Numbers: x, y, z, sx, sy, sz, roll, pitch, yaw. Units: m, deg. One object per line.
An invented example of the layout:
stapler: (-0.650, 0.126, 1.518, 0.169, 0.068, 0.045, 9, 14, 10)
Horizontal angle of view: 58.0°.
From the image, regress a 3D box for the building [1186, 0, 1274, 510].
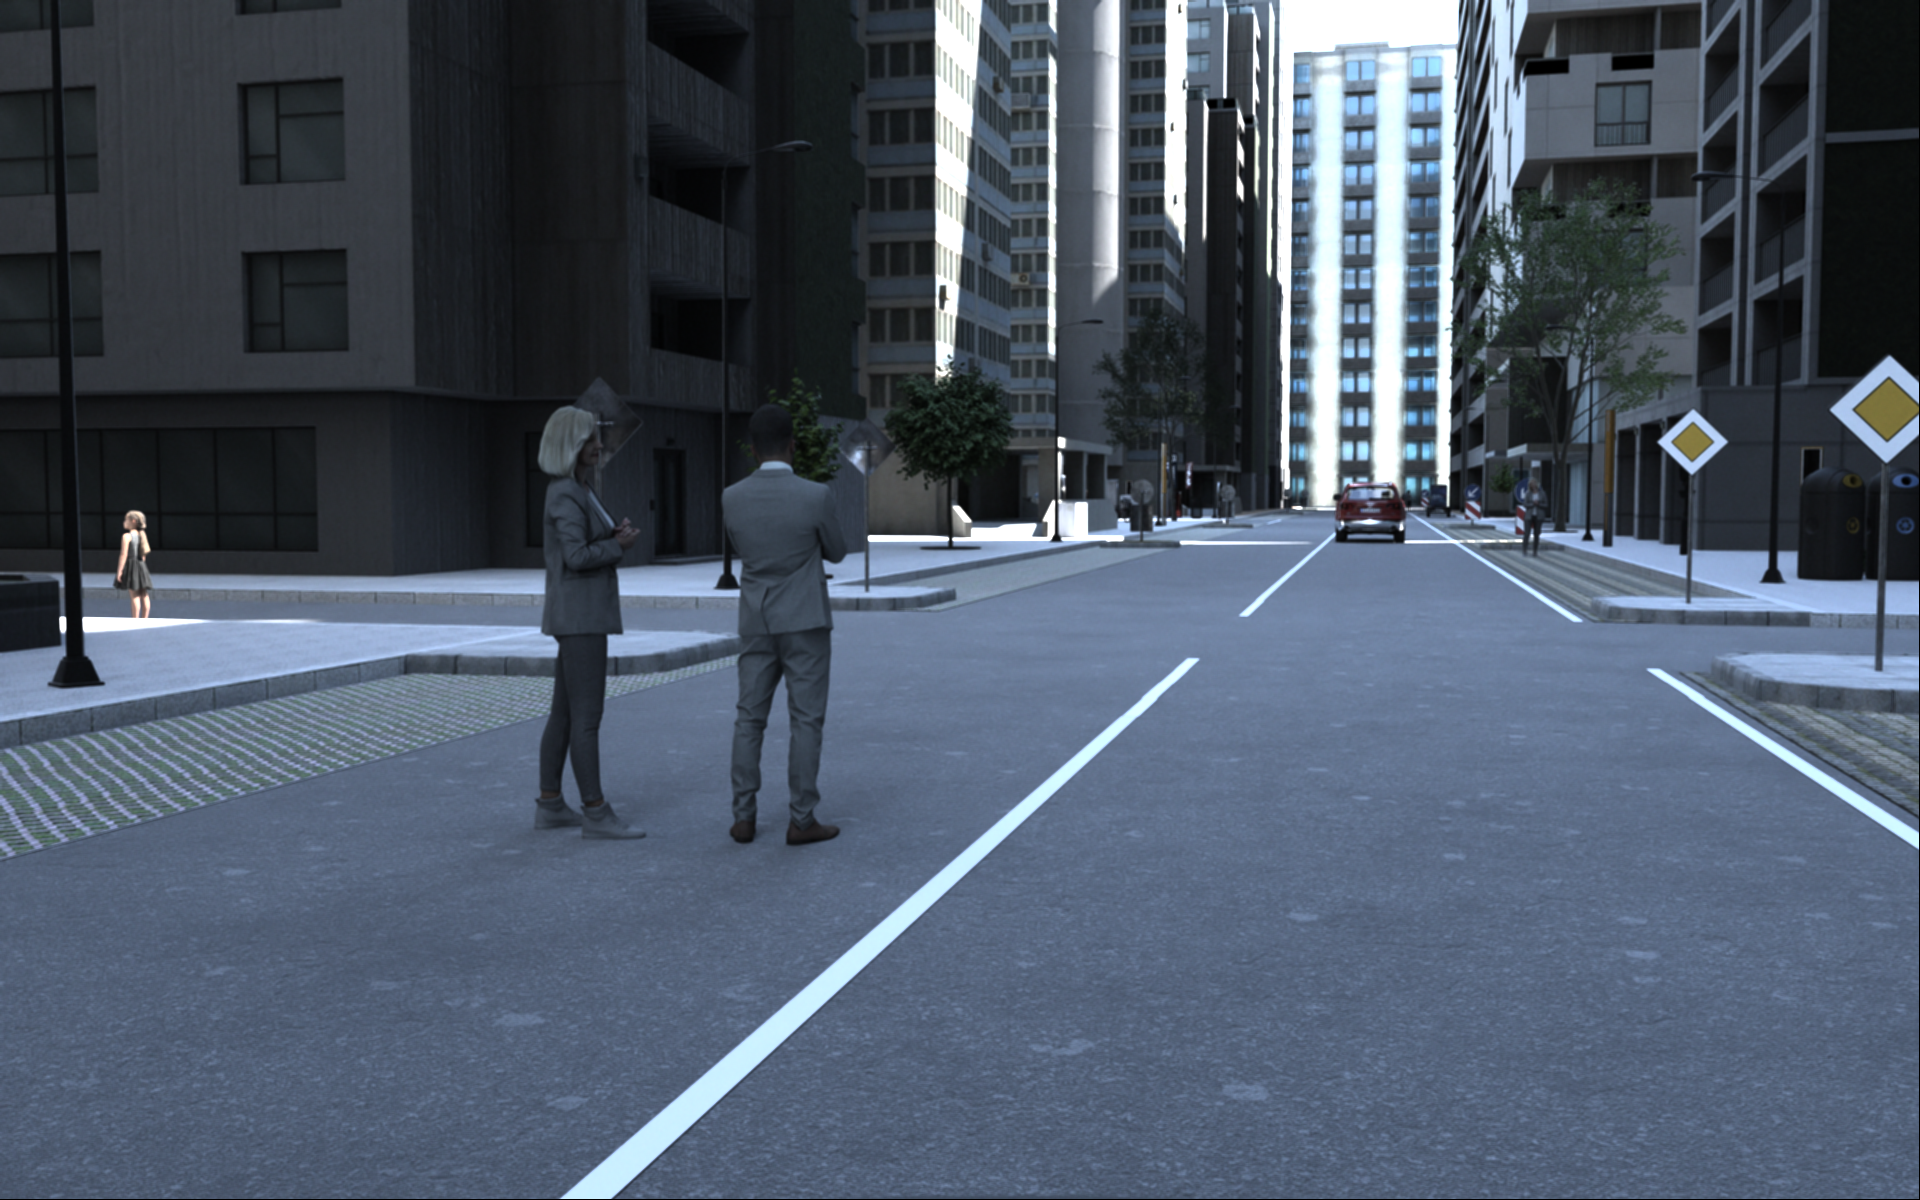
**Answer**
building: (17.847, -27.990, 141.235, 14.154, 41.232, 14.086, 1, 4, 14)

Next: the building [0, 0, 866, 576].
building: (-10.507, -15.955, 32.571, 14.160, 30.474, 14.107, 1, 4, 14)

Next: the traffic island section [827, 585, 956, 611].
traffic island section: (-1.241, -0.026, 22.703, 2.009, 0.180, 2.903, 1, 4, 14)

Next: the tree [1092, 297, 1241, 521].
tree: (9.891, -9.048, 82.349, 7.601, 10.594, 8.767, 1, 4, 19)

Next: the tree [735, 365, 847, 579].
tree: (-2.571, -1.932, 26.184, 1.663, 3.219, 1.824, 0, 3, 0)

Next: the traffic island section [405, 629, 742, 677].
traffic island section: (-3.123, 0.449, 14.942, 2.009, 0.180, 2.903, 1, 4, 14)

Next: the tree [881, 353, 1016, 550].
tree: (-0.221, -3.477, 40.564, 4.285, 4.588, 4.351, 0, 3, 0)

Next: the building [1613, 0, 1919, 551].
building: (27.755, -36.759, 39.265, 20.563, 71.187, 20.611, 1, 4, 14)

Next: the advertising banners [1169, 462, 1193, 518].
advertising banners: (11.924, -6.019, 94.595, 0.090, 3.025, 2.074, -3, 5, -43)

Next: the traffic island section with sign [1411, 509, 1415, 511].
traffic island section with sign: (38.987, -8.384, 145.701, 1.989, 1.847, 2.006, 1, 4, 14)

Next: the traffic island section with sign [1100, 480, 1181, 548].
traffic island section with sign: (4.889, -2.319, 46.537, 1.989, 1.847, 2.006, 1, 4, 14)

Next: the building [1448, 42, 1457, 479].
building: (54.113, -30.270, 149.540, 22.147, 44.769, 28.867, 1, 4, 14)

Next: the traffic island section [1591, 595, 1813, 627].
traffic island section: (8.566, 0.119, 20.328, 2.009, 0.180, 2.903, 1, 4, 14)

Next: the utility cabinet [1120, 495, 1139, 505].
utility cabinet: (9.428, -5.215, 96.435, 1.020, 1.237, 0.306, 2, 4, 27)

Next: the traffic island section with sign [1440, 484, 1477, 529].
traffic island section with sign: (20.849, -3.810, 70.927, 1.989, 1.847, 2.006, 1, 4, 14)

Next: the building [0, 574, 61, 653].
building: (-21.296, -28.459, 7.304, 28.212, 58.520, 21.231, 1, 4, 14)

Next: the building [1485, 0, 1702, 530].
building: (36.800, -29.510, 71.734, 28.713, 52.752, 27.495, 1, 4, 14)

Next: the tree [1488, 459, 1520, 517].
tree: (29.967, -6.165, 95.405, 1.663, 3.219, 1.824, 0, 3, 0)

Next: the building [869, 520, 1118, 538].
building: (-11.424, -22.532, 60.274, 32.217, 40.220, 23.993, 1, 4, 14)

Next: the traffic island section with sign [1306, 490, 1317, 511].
traffic island section with sign: (29.675, -8.570, 148.747, 1.989, 1.847, 2.006, 1, 4, 14)

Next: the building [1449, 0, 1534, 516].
building: (47.174, -30.662, 125.018, 21.300, 48.544, 21.600, 1, 4, 14)

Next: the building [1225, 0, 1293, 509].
building: (19.964, -44.201, 160.943, 20.611, 71.187, 20.563, 1, 4, 14)

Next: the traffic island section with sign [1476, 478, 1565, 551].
traffic island section with sign: (14.499, -2.208, 44.727, 1.989, 1.847, 2.006, 1, 4, 14)

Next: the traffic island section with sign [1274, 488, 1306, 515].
traffic island section with sign: (23.083, -6.909, 121.590, 1.989, 1.847, 2.006, 1, 4, 14)

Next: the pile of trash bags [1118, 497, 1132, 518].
pile of trash bags: (8.300, -5.131, 93.645, 1.912, 1.369, 3.447, 1, 4, 22)

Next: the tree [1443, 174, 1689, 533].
tree: (20.094, -8.074, 57.768, 9.928, 11.665, 9.643, 0, 3, 0)

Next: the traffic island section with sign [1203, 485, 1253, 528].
traffic island section with sign: (11.367, -3.955, 73.289, 1.989, 1.847, 2.006, 1, 4, 14)

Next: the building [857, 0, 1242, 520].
building: (1.501, -25.645, 111.175, 32.217, 40.220, 23.993, 1, 4, 14)

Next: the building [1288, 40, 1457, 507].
building: (42.823, -34.661, 186.311, 30.456, 49.044, 23.786, 1, 4, 14)

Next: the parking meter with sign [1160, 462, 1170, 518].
parking meter with sign: (11.002, -5.934, 93.276, 0.543, 3.016, 1.738, 1, 4, 19)

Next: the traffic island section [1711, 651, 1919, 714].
traffic island section: (6.684, 0.594, 12.568, 2.009, 0.180, 2.903, 1, 4, 14)

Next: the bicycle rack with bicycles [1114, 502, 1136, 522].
bicycle rack with bicycles: (7.123, -4.014, 79.014, 2.925, 0.926, 2.852, -3, 4, -36)

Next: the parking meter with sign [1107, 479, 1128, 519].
parking meter with sign: (7.893, -5.751, 90.288, 1.738, 3.016, 0.543, 1, 4, 19)

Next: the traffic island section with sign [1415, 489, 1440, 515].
traffic island section with sign: (32.573, -6.764, 119.223, 1.989, 1.847, 2.006, 1, 4, 14)

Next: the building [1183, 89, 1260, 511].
building: (14.420, -21.787, 127.915, 14.160, 30.474, 14.107, 1, 4, 14)
